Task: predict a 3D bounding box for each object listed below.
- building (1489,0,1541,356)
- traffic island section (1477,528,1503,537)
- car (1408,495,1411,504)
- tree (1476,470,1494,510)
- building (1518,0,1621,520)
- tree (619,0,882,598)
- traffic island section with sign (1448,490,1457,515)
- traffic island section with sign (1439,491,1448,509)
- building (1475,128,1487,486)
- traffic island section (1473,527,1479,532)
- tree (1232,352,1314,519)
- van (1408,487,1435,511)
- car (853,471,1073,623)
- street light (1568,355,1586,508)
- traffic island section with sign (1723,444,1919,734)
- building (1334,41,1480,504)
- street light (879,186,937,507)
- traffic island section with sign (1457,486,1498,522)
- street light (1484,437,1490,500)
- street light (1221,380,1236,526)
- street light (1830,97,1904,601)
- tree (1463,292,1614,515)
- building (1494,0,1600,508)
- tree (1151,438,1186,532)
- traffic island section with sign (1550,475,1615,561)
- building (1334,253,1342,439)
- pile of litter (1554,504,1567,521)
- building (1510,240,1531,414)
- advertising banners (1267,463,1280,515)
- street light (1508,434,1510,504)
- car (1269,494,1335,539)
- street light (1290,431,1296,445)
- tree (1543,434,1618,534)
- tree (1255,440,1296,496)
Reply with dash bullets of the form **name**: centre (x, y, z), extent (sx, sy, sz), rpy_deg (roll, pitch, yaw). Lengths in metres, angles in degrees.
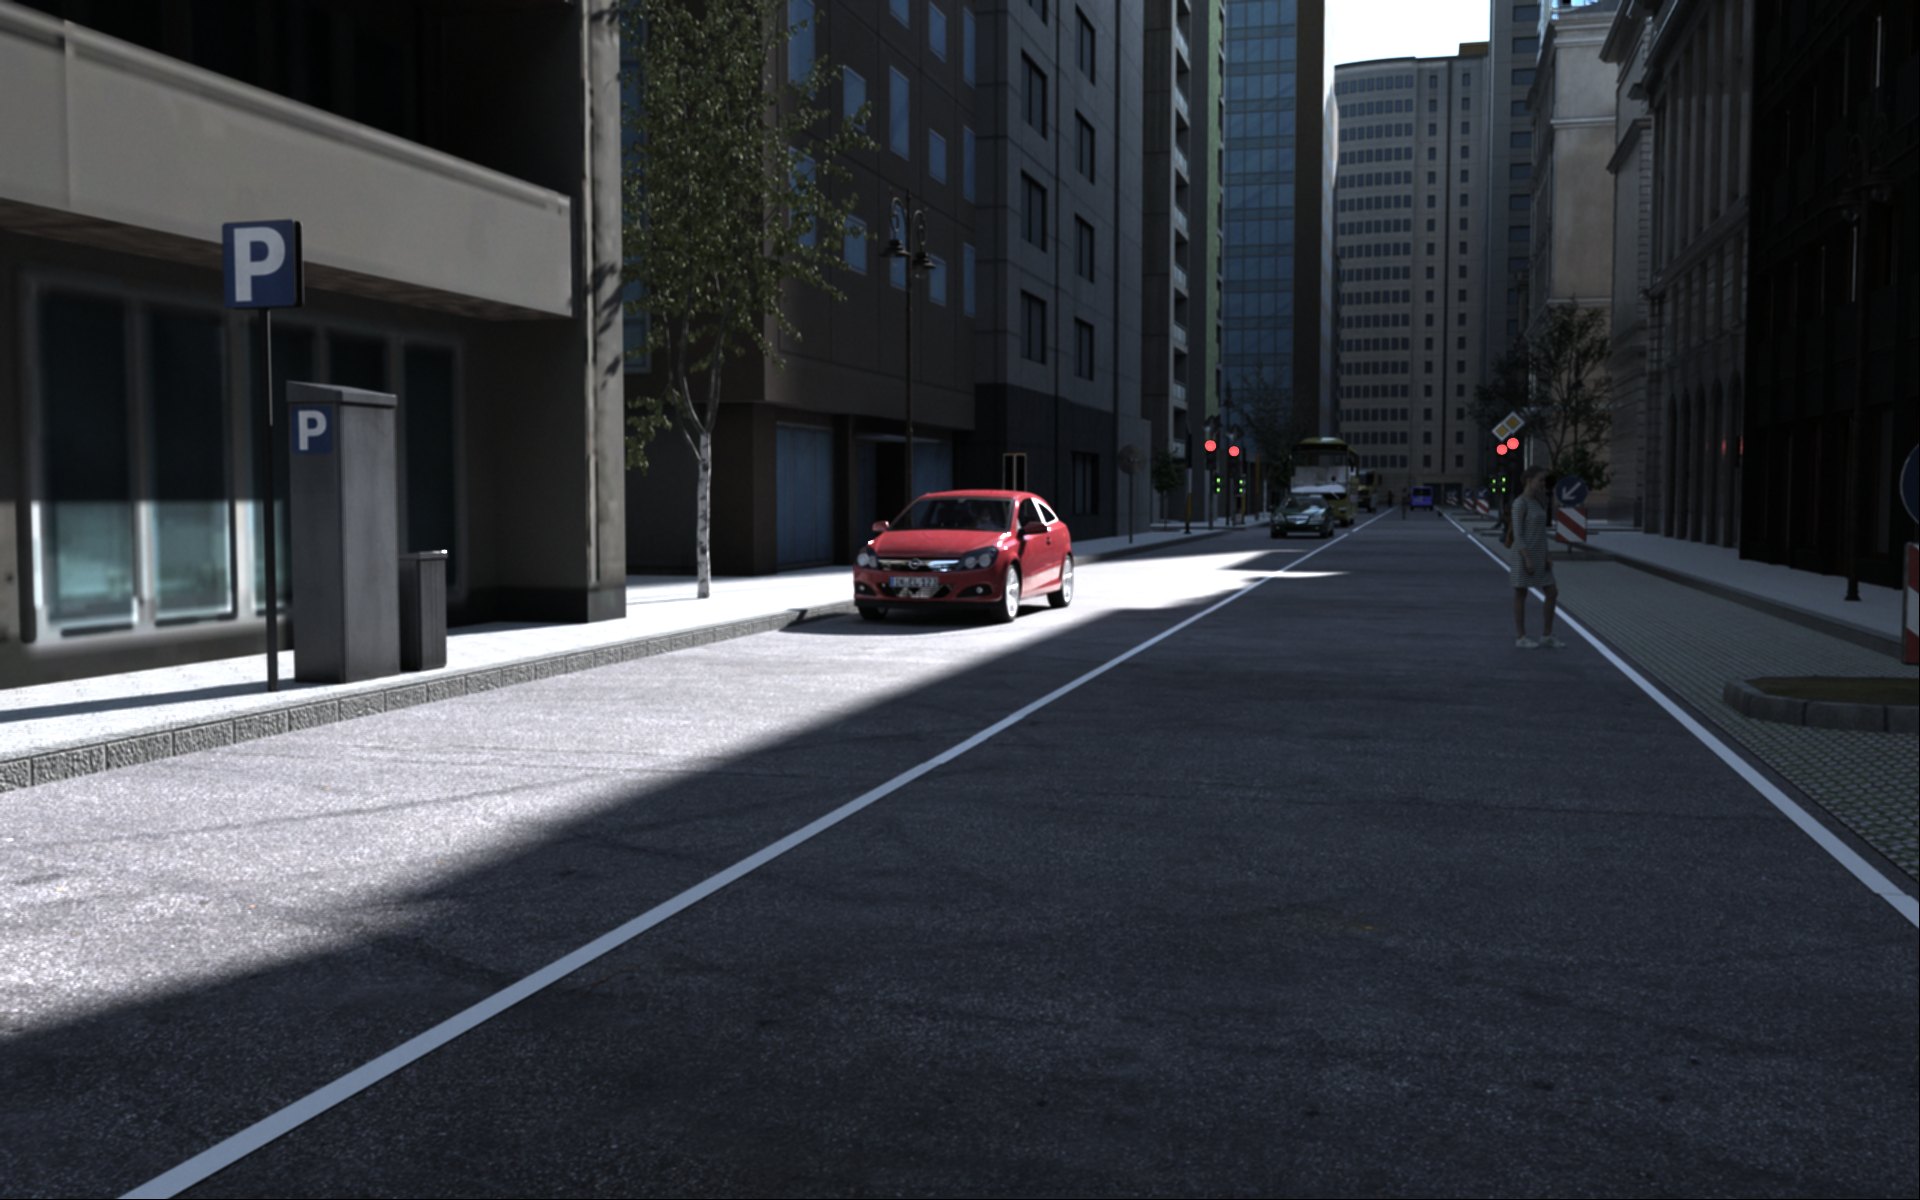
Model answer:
- **building**: centre (65.395, -38.987, 179.439), extent (21.231, 58.520, 28.212), rpy_deg (1, 4, 15)
- **traffic island section**: centre (18.723, -2.234, 58.814), extent (2.009, 0.180, 2.903), rpy_deg (1, 4, 15)
- **car**: centre (55.586, -12.306, 213.208), extent (2.014, 1.417, 4.499), rpy_deg (1, 4, 17)
- **tree**: centre (42.884, -8.961, 141.115), extent (1.663, 3.219, 1.824), rpy_deg (0, 3, 0)
- **building**: centre (37.775, -18.803, 93.328), extent (13.634, 28.700, 20.117), rpy_deg (1, 4, 15)
- **tree**: centre (-3.104, -4.341, 21.343), extent (4.737, 8.622, 4.395), rpy_deg (0, 3, 0)
- **traffic island section with sign**: centre (34.039, -6.589, 116.359), extent (1.989, 1.847, 2.006), rpy_deg (1, 4, 15)
- **traffic island section with sign**: centre (47.105, -9.600, 165.592), extent (1.989, 1.847, 2.006), rpy_deg (1, 4, 15)
- **building**: centre (67.995, -33.728, 201.555), extent (14.600, 45.320, 14.200), rpy_deg (1, 4, 15)
- **traffic island section**: centre (20.773, -2.707, 66.532), extent (2.009, 0.180, 2.903), rpy_deg (1, 4, 15)
- **tree**: centre (16.167, -8.557, 90.275), extent (4.360, 8.622, 3.978), rpy_deg (0, 3, 0)
- **van**: centre (39.439, -8.777, 147.893), extent (2.240, 2.365, 5.245), rpy_deg (1, 4, 15)
- **car**: centre (0.119, -0.719, 20.804), extent (2.155, 1.783, 4.494), rpy_deg (1, 4, 16)
- **street light**: centre (20.563, -5.202, 57.839), extent (0.468, 5.910, 1.993), rpy_deg (1, 4, 15)
- **traffic island section with sign**: centre (6.087, -0.155, 11.159), extent (1.989, 1.847, 2.006), rpy_deg (1, 4, 15)
- **building**: centre (58.631, -42.167, 231.430), extent (28.212, 58.520, 21.231), rpy_deg (1, 4, 15)
- **street light**: centre (-0.781, -3.279, 26.398), extent (0.468, 5.910, 1.993), rpy_deg (1, 4, 15)
- **traffic island section with sign**: centre (27.103, -4.996, 90.308), extent (1.989, 1.847, 2.006), rpy_deg (1, 4, 15)
- **street light**: centre (41.911, -10.095, 137.846), extent (0.468, 5.910, 1.993), rpy_deg (1, 4, 15)
- **street light**: centre (10.856, -5.952, 70.099), extent (0.468, 5.910, 1.993), rpy_deg (1, 4, 15)
- **street light**: centre (10.756, -2.930, 20.693), extent (0.468, 5.910, 1.993), rpy_deg (1, 4, 15)
- **tree**: centre (27.772, -8.961, 80.918), extent (8.767, 10.594, 7.601), rpy_deg (0, 4, -7)
- **building**: centre (59.206, -51.180, 149.463), extent (22.319, 86.520, 31.000), rpy_deg (1, 4, 15)
- **tree**: centre (7.121, -3.973, 59.565), extent (1.663, 3.219, 1.824), rpy_deg (0, 3, 0)
- **traffic island section with sign**: centre (13.150, -1.783, 37.781), extent (1.989, 1.847, 2.006), rpy_deg (1, 4, 15)
- **building**: centre (38.810, -26.772, 209.429), extent (14.107, 30.474, 14.160), rpy_deg (1, 4, 15)
- **pile of litter**: centre (28.921, -4.189, 82.449), extent (1.176, 0.858, 1.719), rpy_deg (1, 4, 14)
- **building**: centre (45.787, -18.383, 119.646), extent (14.460, 24.649, 34.723), rpy_deg (1, 4, 15)
- **advertising banners**: centre (17.687, -6.210, 97.723), extent (0.090, 3.025, 2.074), rpy_deg (-1, 4, -9)
- **street light**: centre (32.063, -7.844, 101.041), extent (0.468, 5.910, 1.993), rpy_deg (1, 4, 15)
- **car**: centre (11.366, -2.785, 57.333), extent (2.131, 1.459, 4.920), rpy_deg (1, 4, 16)
- **street light**: centre (20.548, -8.205, 106.946), extent (0.468, 5.910, 1.993), rpy_deg (1, 4, 15)
- **tree**: centre (19.932, -3.729, 55.572), extent (1.663, 3.219, 1.824), rpy_deg (0, 3, 0)
- **tree**: centre (18.850, -7.146, 100.547), extent (4.285, 4.588, 4.351), rpy_deg (0, 3, 0)
